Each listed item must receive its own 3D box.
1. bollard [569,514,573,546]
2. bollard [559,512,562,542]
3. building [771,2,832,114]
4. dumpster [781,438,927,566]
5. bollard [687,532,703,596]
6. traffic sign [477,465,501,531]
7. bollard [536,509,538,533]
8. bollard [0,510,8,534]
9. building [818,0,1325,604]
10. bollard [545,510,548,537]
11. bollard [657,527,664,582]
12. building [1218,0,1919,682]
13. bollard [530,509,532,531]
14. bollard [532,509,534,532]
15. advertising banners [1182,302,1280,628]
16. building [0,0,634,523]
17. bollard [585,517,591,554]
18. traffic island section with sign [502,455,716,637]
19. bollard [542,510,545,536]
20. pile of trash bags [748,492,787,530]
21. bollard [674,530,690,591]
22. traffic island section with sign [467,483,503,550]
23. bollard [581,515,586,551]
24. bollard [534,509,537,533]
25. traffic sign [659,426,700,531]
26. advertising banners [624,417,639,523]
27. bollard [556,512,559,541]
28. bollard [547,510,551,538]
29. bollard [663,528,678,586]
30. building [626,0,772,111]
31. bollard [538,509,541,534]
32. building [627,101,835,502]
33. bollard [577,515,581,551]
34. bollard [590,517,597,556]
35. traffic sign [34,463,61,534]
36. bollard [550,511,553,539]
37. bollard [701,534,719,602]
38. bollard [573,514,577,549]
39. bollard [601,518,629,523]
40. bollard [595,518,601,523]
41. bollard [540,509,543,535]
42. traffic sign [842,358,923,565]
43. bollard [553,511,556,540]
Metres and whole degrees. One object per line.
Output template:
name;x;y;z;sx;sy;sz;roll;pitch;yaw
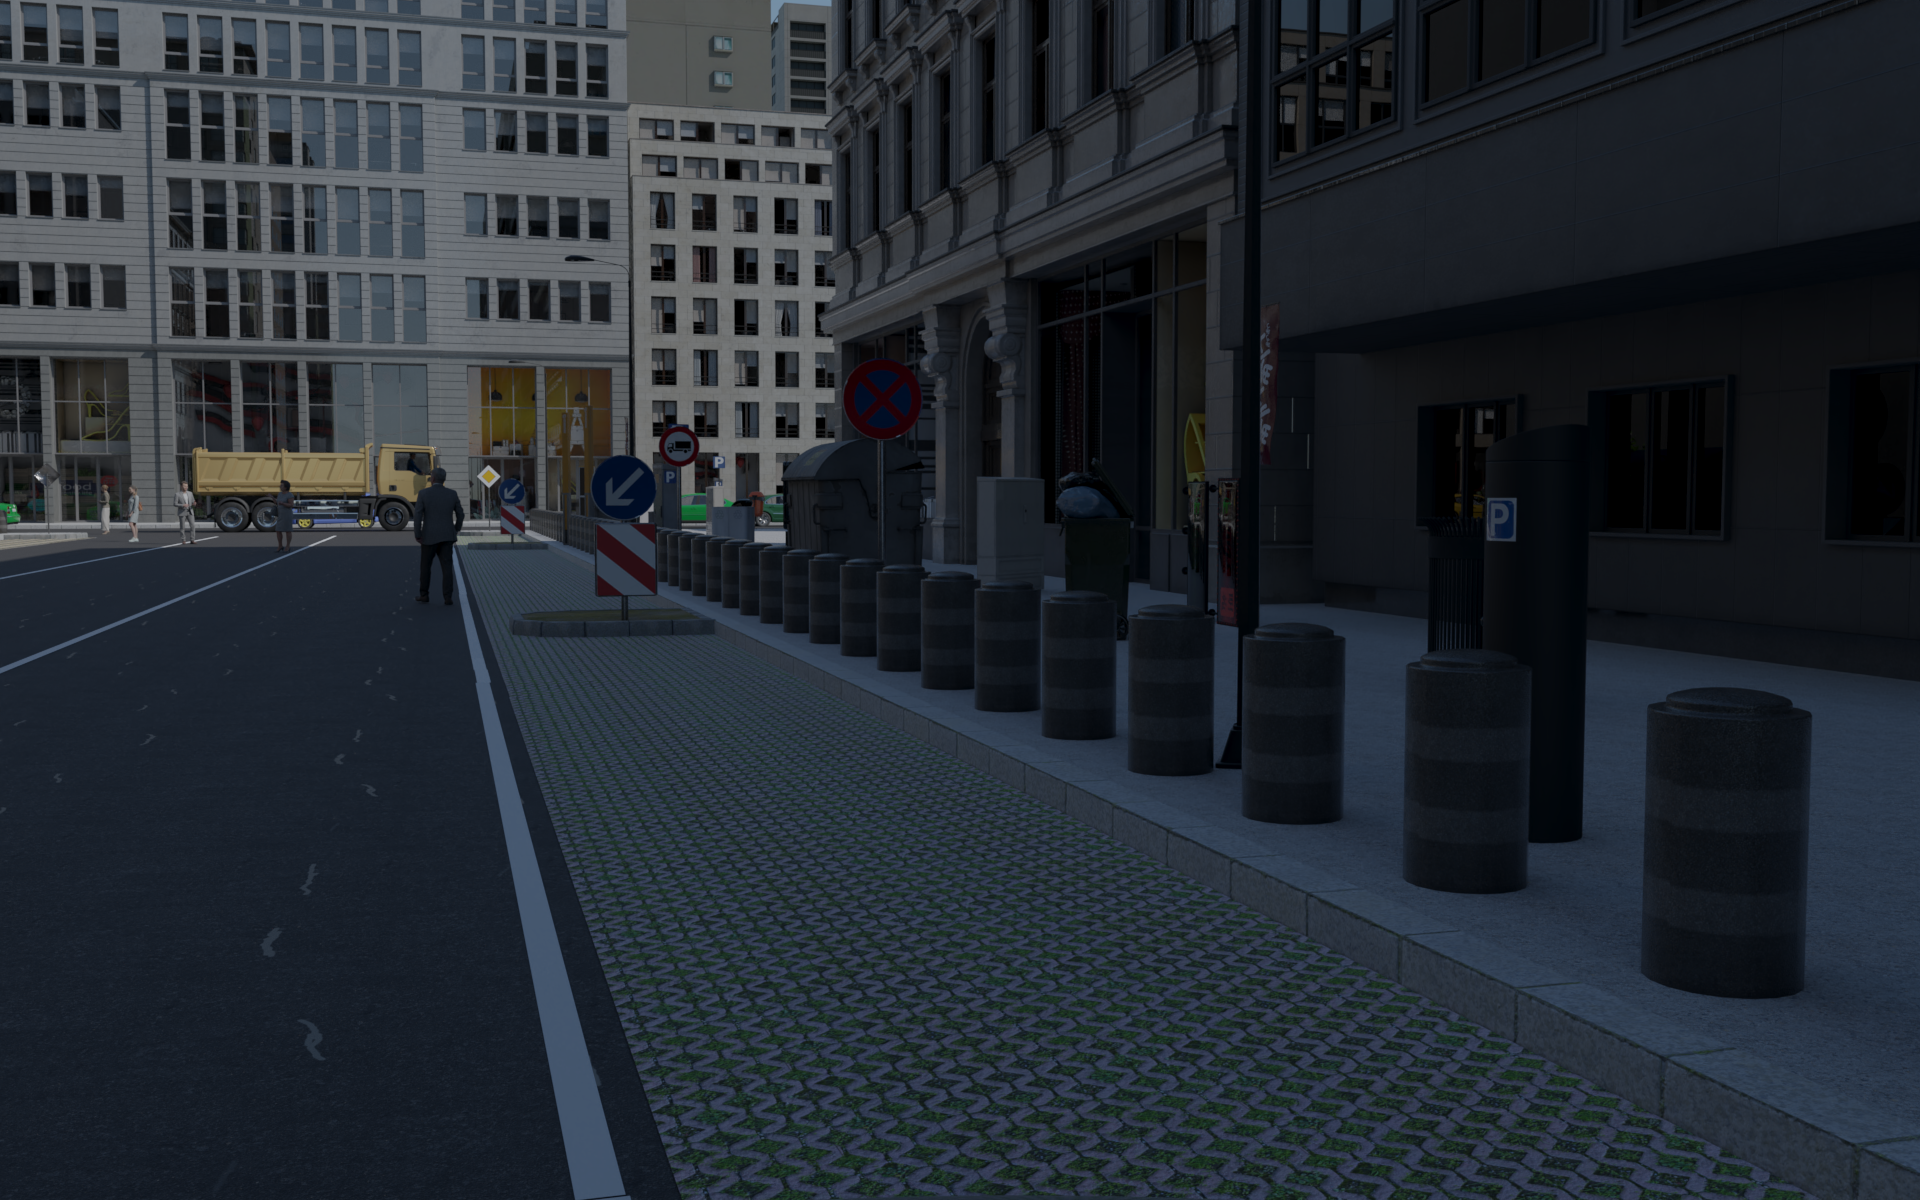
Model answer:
bollard;-9.092;-1.640;41.533;0.404;0.777;0.398;0;3;0
bollard;-10.136;-1.852;44.994;0.404;0.777;0.398;0;3;0
building;-17.370;-50.164;258.432;20.611;71.187;20.563;-1;4;-17
dumpster;-1.142;-0.791;18.692;1.264;1.857;1.865;-1;4;-17
bollard;-3.191;-0.439;21.897;0.404;0.777;0.398;0;3;0
traffic sign;-16.264;-3.436;59.815;0.795;2.450;0.064;-1;4;-17
bollard;-13.261;-2.488;55.398;0.404;0.777;0.398;0;3;0
bollard;-31.201;-2.543;56.302;0.404;0.777;0.398;0;3;0
building;1.624;-11.541;39.606;10.553;20.767;40.483;-1;4;-17
bollard;-11.872;-2.205;50.773;0.404;0.777;0.398;0;3;0
bollard;-4.232;-0.651;25.368;0.404;0.777;0.398;0;3;0
building;12.678;-13.186;9.097;14.314;27.812;24.014;-1;4;-17
bollard;-14.307;-2.701;58.875;0.404;0.777;0.398;0;3;0
bollard;-13.963;-2.630;57.716;0.404;0.777;0.398;0;3;0
advertising banners;2.612;-1.261;16.809;0.090;3.025;2.074;-1;4;-16
building;-31.444;-18.707;83.357;29.804;29.767;11.434;-1;4;-17
bollard;-7.706;-1.358;36.914;0.404;0.777;0.398;0;3;0
traffic island section with sign;-3.704;-0.584;18.184;1.989;1.847;2.006;-1;4;-17
bollard;-12.227;-2.277;51.940;0.404;0.777;0.398;0;3;0
pile of trash bags;-6.069;-3.258;63.014;3.447;1.369;1.912;1;4;12
bollard;-3.540;-0.510;23.055;0.404;0.777;0.398;0;3;0
traffic island section with sign;-11.797;-2.230;45.085;1.989;1.847;2.006;-1;4;-17
bollard;-8.051;-1.428;38.065;0.404;0.777;0.398;0;3;0
bollard;-13.610;-2.558;56.548;0.404;0.777;0.398;0;3;0
traffic sign;-5.265;-1.982;32.509;0.768;2.556;0.104;-1;4;-15
advertising banners;-7.644;-2.700;40.329;0.090;3.025;2.074;0;4;-2
bollard;-10.485;-1.922;46.146;0.404;0.777;0.398;0;3;0
bollard;-11.525;-2.135;49.617;0.404;0.777;0.398;0;3;0
bollard;-3.883;-0.580;24.207;0.404;0.777;0.398;0;3;0
building;-29.546;-32.830;160.476;21.300;48.544;21.600;-1;4;-17
bollard;-12.920;-2.418;54.245;0.404;0.777;0.398;0;3;0
building;-9.016;-14.399;90.177;16.860;20.320;10.420;-1;4;-17
bollard;-8.400;-1.499;39.219;0.404;0.777;0.398;0;3;0
bollard;-7.357;-1.287;35.762;0.404;0.777;0.398;0;3;0
traffic sign;-29.434;-3.196;55.890;0.795;2.450;0.064;-1;4;-17
bollard;-11.180;-2.064;48.462;0.404;0.777;0.398;0;3;0
bollard;-2.840;-0.369;20.748;0.404;0.777;0.398;0;3;0
bollard;-8.747;-1.570;40.381;0.404;0.777;0.398;0;3;0
bollard;-6.669;-1.146;33.459;0.404;0.777;0.398;0;3;0
bollard;-7.012;-1.217;34.611;0.404;0.777;0.398;0;3;0
bollard;-12.572;-2.347;53.095;0.404;0.777;0.398;0;3;0
traffic sign;-0.734;-0.992;16.329;0.768;2.556;0.104;-1;4;-13
bollard;-10.833;-1.993;47.304;0.404;0.777;0.398;0;3;0
